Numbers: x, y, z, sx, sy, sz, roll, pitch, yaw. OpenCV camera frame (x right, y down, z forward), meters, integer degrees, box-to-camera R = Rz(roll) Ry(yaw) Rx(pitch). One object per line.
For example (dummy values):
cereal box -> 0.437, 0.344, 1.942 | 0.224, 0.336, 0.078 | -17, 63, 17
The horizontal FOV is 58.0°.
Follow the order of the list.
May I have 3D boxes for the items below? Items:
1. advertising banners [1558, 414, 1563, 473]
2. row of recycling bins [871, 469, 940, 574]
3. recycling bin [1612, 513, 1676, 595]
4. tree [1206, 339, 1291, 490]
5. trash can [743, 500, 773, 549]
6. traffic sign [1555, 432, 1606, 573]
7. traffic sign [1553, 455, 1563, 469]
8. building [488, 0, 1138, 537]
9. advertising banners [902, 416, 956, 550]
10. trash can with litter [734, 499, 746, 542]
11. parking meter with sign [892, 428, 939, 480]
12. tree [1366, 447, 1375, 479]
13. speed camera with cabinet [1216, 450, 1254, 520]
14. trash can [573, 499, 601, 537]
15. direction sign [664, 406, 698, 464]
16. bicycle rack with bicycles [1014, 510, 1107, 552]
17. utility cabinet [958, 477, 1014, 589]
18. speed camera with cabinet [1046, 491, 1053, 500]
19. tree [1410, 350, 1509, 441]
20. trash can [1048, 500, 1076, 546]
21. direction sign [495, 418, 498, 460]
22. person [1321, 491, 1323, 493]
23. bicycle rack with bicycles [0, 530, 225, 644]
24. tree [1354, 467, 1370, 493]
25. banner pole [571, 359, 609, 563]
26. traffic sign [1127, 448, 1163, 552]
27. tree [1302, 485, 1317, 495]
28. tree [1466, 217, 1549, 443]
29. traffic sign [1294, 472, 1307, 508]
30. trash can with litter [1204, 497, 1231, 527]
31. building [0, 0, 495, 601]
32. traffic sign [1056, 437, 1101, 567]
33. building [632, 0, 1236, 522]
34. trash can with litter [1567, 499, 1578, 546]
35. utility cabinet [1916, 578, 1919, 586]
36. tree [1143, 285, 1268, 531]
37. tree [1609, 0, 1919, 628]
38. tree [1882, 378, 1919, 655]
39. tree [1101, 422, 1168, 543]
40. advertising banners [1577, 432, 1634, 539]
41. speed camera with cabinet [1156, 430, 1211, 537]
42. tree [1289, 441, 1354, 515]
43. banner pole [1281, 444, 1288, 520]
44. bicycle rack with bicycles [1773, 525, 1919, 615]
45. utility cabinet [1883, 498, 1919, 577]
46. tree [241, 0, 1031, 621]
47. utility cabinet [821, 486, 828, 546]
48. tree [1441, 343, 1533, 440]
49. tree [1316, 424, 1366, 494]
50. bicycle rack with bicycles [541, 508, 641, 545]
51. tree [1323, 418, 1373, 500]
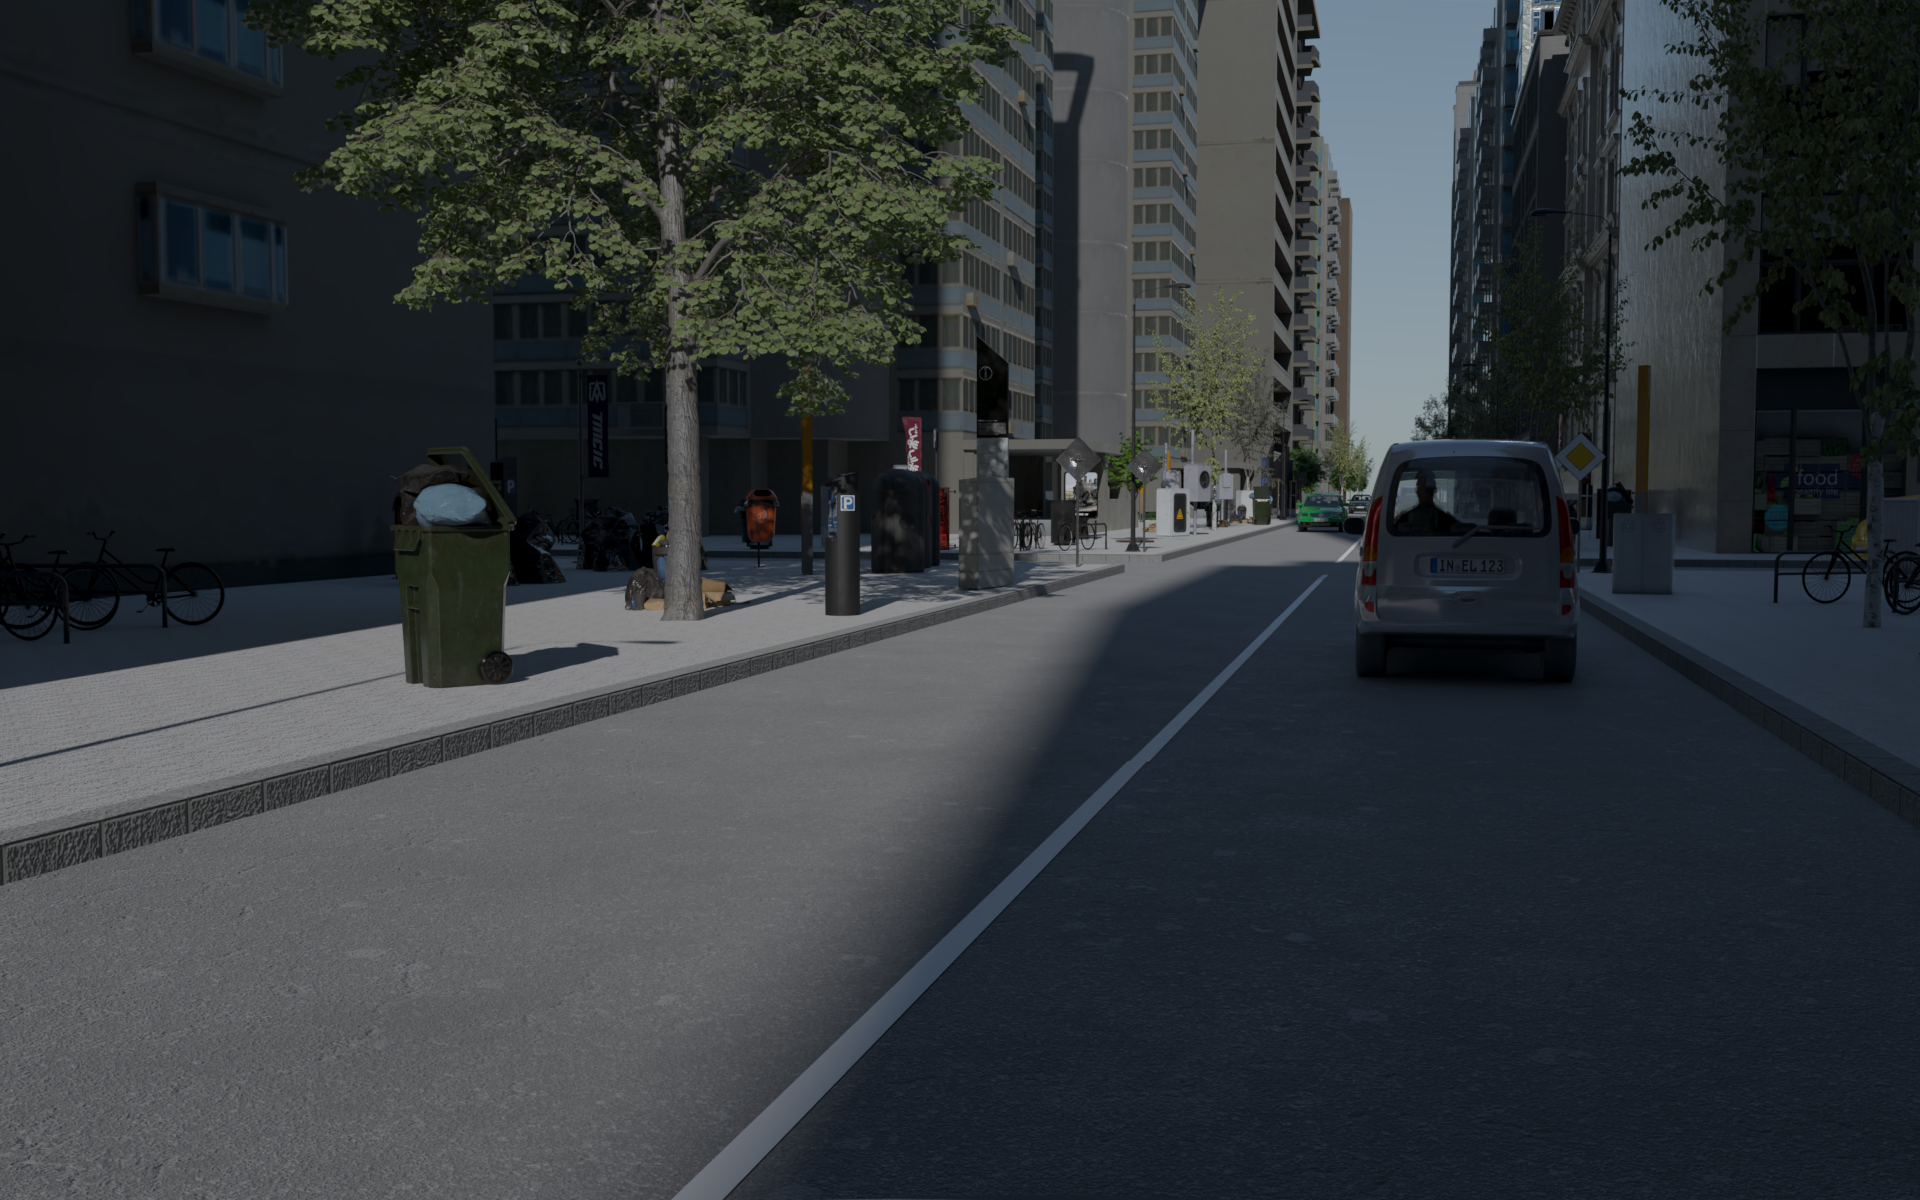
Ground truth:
advertising banners -> 13.304, -2.600, 38.693 | 0.090, 3.025, 2.074 | 1, 4, 14
row of recycling bins -> -0.945, -1.377, 29.619 | 1.069, 1.692, 3.534 | 0, 4, 5
recycling bin -> 8.879, -0.607, 22.481 | 0.722, 1.027, 0.722 | 2, 4, 24
tree -> 13.530, -7.989, 80.987 | 4.360, 8.622, 3.978 | 0, 3, 0
trash can -> -4.668, -1.751, 40.289 | 0.748, 1.137, 0.748 | 0, 3, 0
traffic sign -> 10.089, -1.503, 28.223 | 0.795, 2.450, 0.064 | 1, 4, 14
traffic sign -> 12.079, -1.976, 35.957 | 0.795, 2.450, 0.064 | 1, 4, 14
building -> -10.481, -22.669, 62.513 | 32.217, 40.220, 23.993 | 1, 4, 14
advertising banners -> -0.426, -2.646, 39.453 | 2.074, 3.025, 0.090 | -2, 4, -32
trash can with litter -> -5.529, -2.117, 45.998 | 0.624, 1.170, 1.055 | 1, 4, 15
parking meter with sign -> -1.445, -3.032, 45.832 | 1.738, 3.016, 0.543 | 0, 4, -8
tree -> 61.197, -19.205, 264.367 | 4.360, 8.622, 3.978 | 0, 3, 0
speed camera with cabinet -> 12.479, -5.104, 77.788 | 2.038, 3.252, 0.660 | -1, 4, -17
trash can -> -10.336, -2.222, 47.991 | 0.748, 1.137, 0.748 | 0, 3, 0
direction sign -> -7.215, -3.237, 44.919 | 0.876, 3.537, 0.379 | -1, 4, -21
bicycle rack with bicycles -> 2.016, -1.601, 39.556 | 2.852, 0.926, 2.925 | 2, 4, 27
utility cabinet -> 0.355, -0.915, 23.631 | 0.318, 1.500, 1.173 | 2, 4, 26
speed camera with cabinet -> 3.927, -5.771, 88.695 | 0.660, 3.252, 2.038 | 3, 5, 41
tree -> 33.485, -10.942, 113.320 | 8.767, 10.594, 7.601 | 2, 4, 26
trash can -> 2.566, -1.929, 43.190 | 0.748, 1.137, 0.748 | 0, 3, 0
direction sign -> -14.225, -3.646, 51.614 | 0.876, 3.537, 0.379 | -1, 4, -15
person -> 39.778, -11.118, 190.371 | 1.348, 1.812, 0.705 | 0, 4, 6
bicycle rack with bicycles -> -8.683, -0.152, 15.875 | 2.925, 0.926, 2.852 | 0, 4, 2
tree -> 38.442, -11.612, 173.572 | 4.285, 4.588, 4.351 | 0, 3, 0
banner pole -> -6.824, -2.570, 32.039 | 0.863, 3.779, 0.401 | 2, 4, 25
traffic sign -> 4.051, -2.104, 38.036 | 0.795, 2.450, 0.064 | 1, 4, 14
tree -> 25.171, -8.035, 125.977 | 1.663, 3.219, 1.824 | 0, 3, 0
tree -> 15.808, -5.881, 46.518 | 4.737, 8.622, 4.395 | 0, 3, 0
traffic sign -> 19.905, -6.188, 101.272 | 0.768, 2.556, 0.104 | 1, 4, 23
trash can with litter -> 9.986, -3.401, 67.001 | 1.055, 1.170, 0.624 | 3, 5, 40
building -> -21.015, -24.330, 21.495 | 21.600, 48.544, 21.300 | 1, 4, 14
traffic sign -> 2.061, -1.631, 30.302 | 0.795, 2.450, 0.064 | 1, 4, 14
building -> 0.918, -25.081, 101.959 | 32.217, 40.220, 23.993 | 1, 4, 14
trash can with litter -> 14.133, -1.815, 41.069 | 0.624, 1.170, 1.055 | -2, 4, -31
utility cabinet -> 13.838, -0.800, 24.244 | 1.020, 1.237, 0.306 | -2, 4, -29
tree -> 8.634, -6.713, 60.120 | 4.737, 8.622, 4.395 | 0, 3, 0
tree -> 8.552, -4.040, 16.421 | 4.737, 8.622, 4.395 | 0, 3, 0
tree -> 7.839, -1.123, 12.960 | 1.663, 3.219, 1.824 | 0, 3, 0
tree -> 4.531, -3.150, 46.109 | 1.663, 3.219, 1.824 | 0, 3, 0
advertising banners -> 18.452, -3.263, 49.544 | 2.074, 3.025, 0.090 | -1, 4, -22
speed camera with cabinet -> 6.813, -3.569, 52.682 | 0.660, 3.252, 2.038 | 3, 5, 44
tree -> 20.957, -7.519, 106.648 | 4.285, 4.588, 4.351 | 0, 3, 0
banner pole -> 16.198, -5.918, 86.771 | 0.401, 3.779, 0.863 | 2, 4, 24
bicycle rack with bicycles -> 10.876, -0.385, 19.669 | 2.925, 0.926, 2.852 | -1, 4, -15
utility cabinet -> 15.207, -1.017, 27.790 | 1.020, 1.237, 0.306 | 0, 4, 5
tree -> -3.143, -6.087, 17.642 | 7.486, 12.596, 7.792 | 0, 3, 0
utility cabinet -> -3.042, -2.011, 41.560 | 0.318, 1.500, 1.173 | -1, 4, -21
tree -> 24.950, -8.036, 81.758 | 4.360, 8.622, 3.978 | 0, 3, 0
tree -> 39.102, -14.040, 179.914 | 4.360, 8.622, 3.978 | 0, 3, 0
bicycle rack with bicycles -> -9.595, -1.917, 44.723 | 2.925, 0.926, 2.852 | -1, 4, -15
tree -> 37.355, -13.316, 168.075 | 4.737, 8.622, 4.395 | 0, 3, 0
